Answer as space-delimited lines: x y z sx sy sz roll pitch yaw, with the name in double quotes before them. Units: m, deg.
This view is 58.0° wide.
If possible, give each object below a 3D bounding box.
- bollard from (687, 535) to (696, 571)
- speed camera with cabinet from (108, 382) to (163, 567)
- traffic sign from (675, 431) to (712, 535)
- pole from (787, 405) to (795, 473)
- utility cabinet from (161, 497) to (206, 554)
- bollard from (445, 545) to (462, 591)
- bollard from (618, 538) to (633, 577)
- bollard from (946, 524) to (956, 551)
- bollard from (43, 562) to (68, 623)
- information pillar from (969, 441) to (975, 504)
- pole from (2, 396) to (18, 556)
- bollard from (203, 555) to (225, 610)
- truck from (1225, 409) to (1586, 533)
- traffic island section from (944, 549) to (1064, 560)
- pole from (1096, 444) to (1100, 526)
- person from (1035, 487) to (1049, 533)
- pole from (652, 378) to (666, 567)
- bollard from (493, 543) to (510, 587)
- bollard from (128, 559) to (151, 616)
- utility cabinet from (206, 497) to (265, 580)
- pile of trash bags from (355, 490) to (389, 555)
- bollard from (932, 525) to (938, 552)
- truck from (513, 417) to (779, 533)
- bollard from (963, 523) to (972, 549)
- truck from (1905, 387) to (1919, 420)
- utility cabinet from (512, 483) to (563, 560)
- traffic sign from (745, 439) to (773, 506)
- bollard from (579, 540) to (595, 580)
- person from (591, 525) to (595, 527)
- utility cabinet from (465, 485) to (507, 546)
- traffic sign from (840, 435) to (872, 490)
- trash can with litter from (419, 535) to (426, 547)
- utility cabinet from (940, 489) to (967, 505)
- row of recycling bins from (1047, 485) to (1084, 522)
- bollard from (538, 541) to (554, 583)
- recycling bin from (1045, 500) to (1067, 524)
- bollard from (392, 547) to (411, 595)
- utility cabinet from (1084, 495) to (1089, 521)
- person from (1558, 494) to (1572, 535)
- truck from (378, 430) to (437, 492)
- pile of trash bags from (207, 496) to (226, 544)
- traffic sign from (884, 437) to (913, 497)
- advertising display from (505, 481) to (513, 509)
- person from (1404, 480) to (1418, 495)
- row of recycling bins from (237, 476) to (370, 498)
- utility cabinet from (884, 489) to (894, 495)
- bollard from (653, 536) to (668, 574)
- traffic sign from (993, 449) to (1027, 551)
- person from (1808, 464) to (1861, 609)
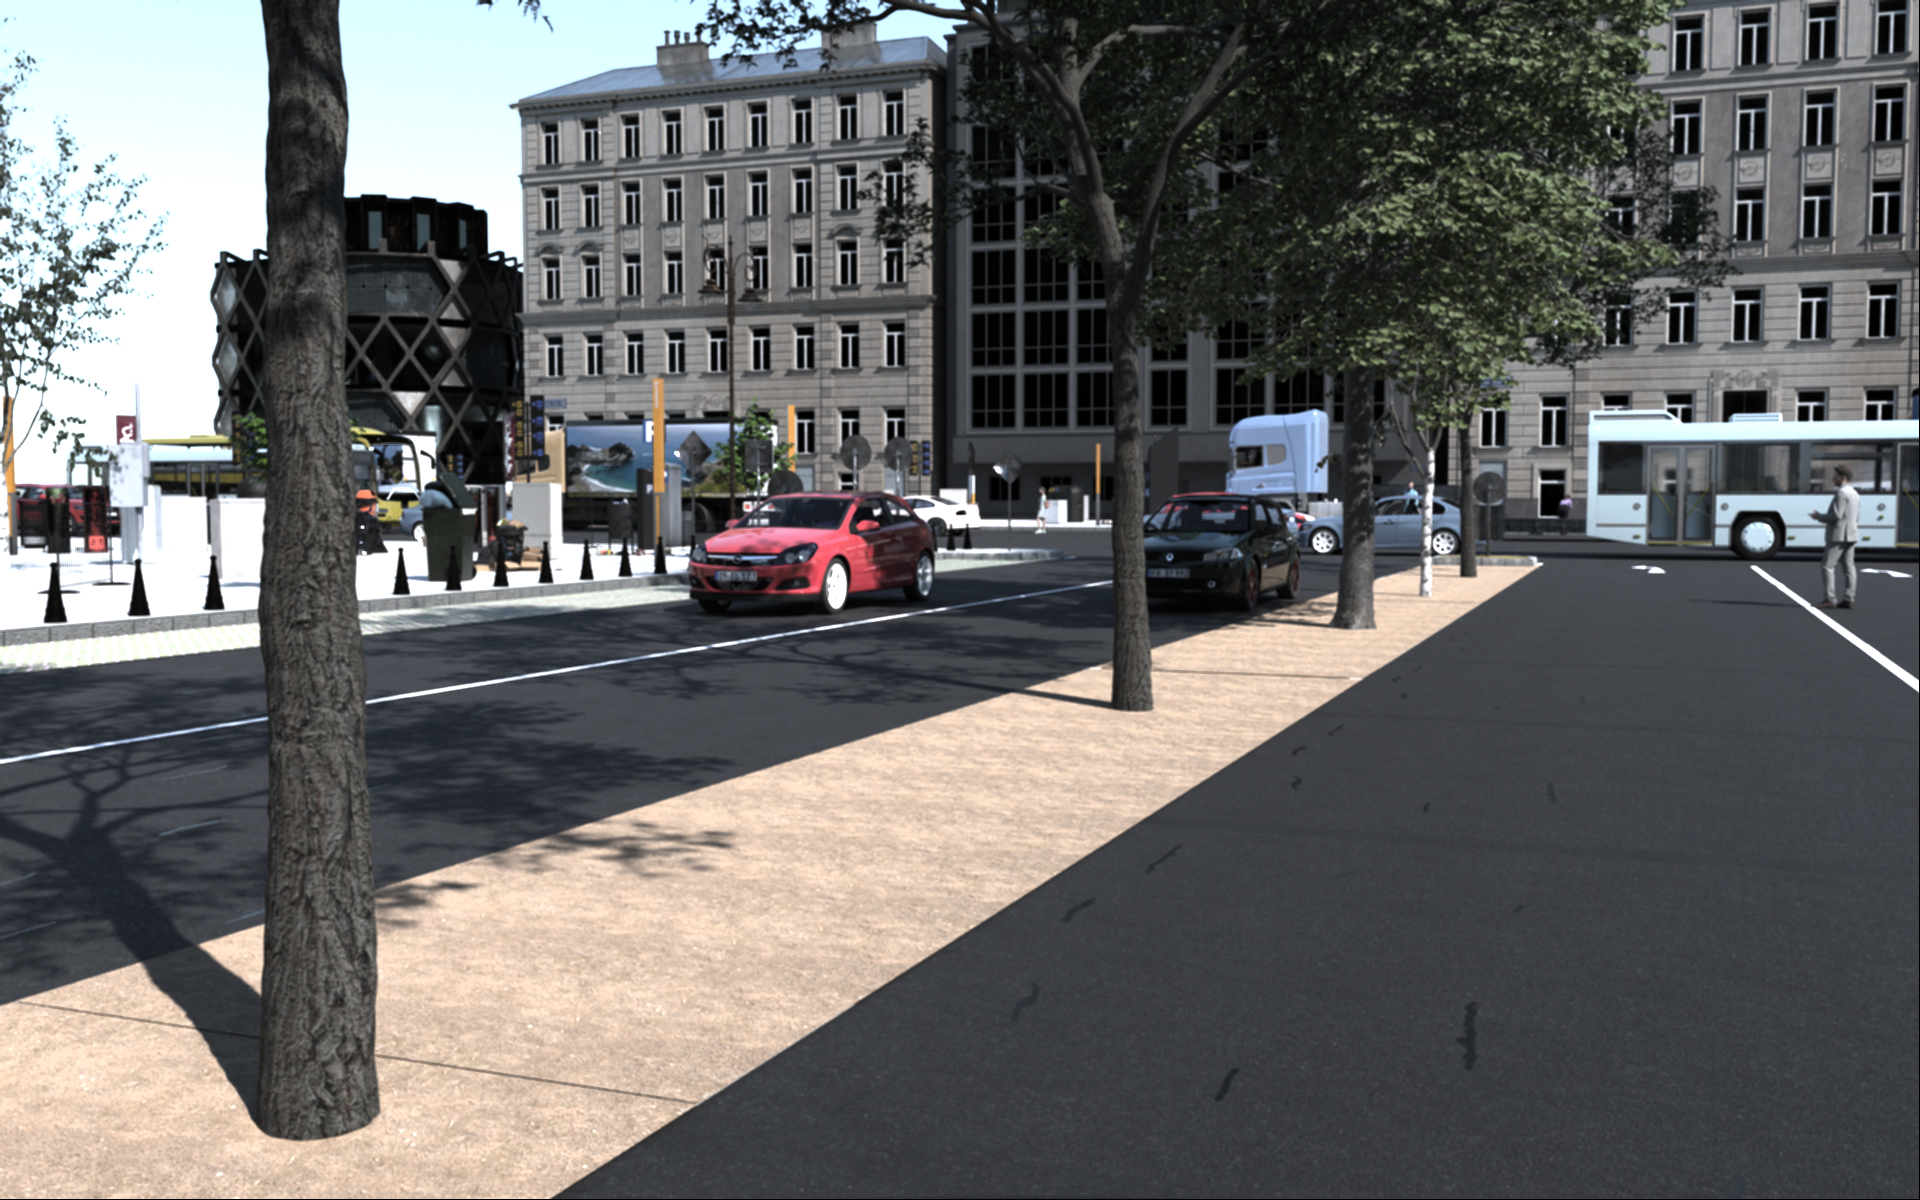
"bollard" -4.433 -0.780 28.801 0.229 0.601 0.229 0 3 0
"speed camera with cabinet" -14.929 -2.263 31.339 0.660 3.252 2.038 -1 4 -17
"traffic sign" -4.859 -1.857 31.543 0.795 2.450 0.064 2 4 24
"pole" -3.881 -2.810 39.784 0.158 3.312 0.155 0 3 0
"utility cabinet" -16.902 -1.618 37.609 1.020 1.237 0.306 -2 4 -27
"bollard" -6.738 -0.428 23.032 0.229 0.601 0.229 0 3 0
"bollard" -5.198 -0.663 26.884 0.229 0.601 0.229 0 3 0
"bollard" -0.205 -1.426 39.355 0.229 0.601 0.229 0 3 0
"bollard" -9.036 -0.076 17.285 0.229 0.601 0.229 0 3 0
"information pillar" 0.510 -5.224 76.765 0.183 3.616 0.504 -2 4 -23
"pole" -19.795 -2.584 36.088 0.158 3.312 0.155 0 3 0
"bollard" -8.273 -0.193 19.201 0.229 0.601 0.229 0 3 0
"truck" 17.027 -3.915 53.771 18.799 4.110 2.967 1 4 20
"traffic island section" 1.085 -1.012 38.831 2.009 0.180 2.903 1 4 22
"pole" 5.608 -4.678 70.325 0.158 3.312 0.155 0 3 0
"person" 3.024 -3.316 63.721 0.522 1.701 0.512 0 4 6
"pole" -5.320 -2.249 30.619 0.158 3.312 0.155 0 3 0
"bollard" -6.359 -0.486 23.987 0.229 0.601 0.229 0 3 0
"bollard" -8.651 -0.135 18.243 0.229 0.601 0.229 0 3 0
"utility cabinet" -10.884 -0.933 26.420 0.306 1.237 1.020 3 4 38
"pile of trash bags" -13.319 -1.699 37.533 1.912 1.369 3.447 0 4 -2
"bollard" -0.592 -1.367 38.395 0.229 0.601 0.229 0 3 0
"truck" -12.456 -4.729 66.229 11.283 4.237 2.839 1 4 23
"bollard" 0.170 -1.484 40.310 0.229 0.601 0.229 0 3 0
"truck" 25.716 -3.360 43.843 2.839 4.237 11.283 1 4 22
"utility cabinet" -8.255 -1.539 33.846 1.173 1.500 0.318 3 4 38
"traffic sign" -3.782 -1.861 32.554 0.606 2.300 0.079 2 4 25
"bollard" -5.586 -0.603 25.905 0.229 0.601 0.229 0 3 0
"person" -16.024 -4.034 74.543 0.778 1.811 0.616 2 4 26
"utility cabinet" -11.562 -2.028 41.832 1.173 1.500 0.318 1 4 14
"traffic sign" -2.257 -2.268 37.184 0.768 2.556 0.104 2 4 25
"trash can with litter" -12.705 -1.894 42.357 1.055 1.170 0.624 -1 4 -15
"utility cabinet" -0.289 -4.101 75.731 1.173 1.500 0.318 1 4 8
"row of recycling bins" 4.889 -4.451 79.879 1.069 1.692 3.534 -1 4 -13
"bollard" -5.967 -0.545 24.952 0.229 0.601 0.229 0 3 0
"recycling bin" 4.085 -3.737 73.650 0.722 1.027 0.722 2 4 31
"bollard" -7.122 -0.369 22.076 0.229 0.601 0.229 0 3 0
"utility cabinet" 5.588 -4.334 82.020 1.020 1.237 0.306 0 4 4
"person" 21.011 -2.963 60.176 0.421 1.427 0.697 3 4 39
"truck" -29.076 -5.481 78.534 11.283 4.237 2.839 1 4 21
"pile of trash bags" -18.696 -2.105 44.169 3.447 1.369 1.912 -1 4 -22
"traffic sign" -1.382 -2.347 38.487 0.768 2.556 0.104 2 4 31
"advertising display" -21.414 -4.786 83.467 0.974 1.923 0.123 0 4 4
"person" 13.567 -2.670 52.019 0.748 1.841 0.638 -1 4 -15
"row of recycling bins" -15.596 -2.085 41.196 1.069 1.692 3.534 2 4 30
"utility cabinet" -3.392 -4.515 82.506 0.318 1.500 1.173 0 4 6
"bollard" -4.817 -0.721 27.837 0.229 0.601 0.229 0 3 0
"traffic sign" 1.110 -2.148 38.760 0.795 2.450 0.064 1 4 22
"person" 10.985 -0.798 21.755 0.583 1.804 0.606 3 5 44
